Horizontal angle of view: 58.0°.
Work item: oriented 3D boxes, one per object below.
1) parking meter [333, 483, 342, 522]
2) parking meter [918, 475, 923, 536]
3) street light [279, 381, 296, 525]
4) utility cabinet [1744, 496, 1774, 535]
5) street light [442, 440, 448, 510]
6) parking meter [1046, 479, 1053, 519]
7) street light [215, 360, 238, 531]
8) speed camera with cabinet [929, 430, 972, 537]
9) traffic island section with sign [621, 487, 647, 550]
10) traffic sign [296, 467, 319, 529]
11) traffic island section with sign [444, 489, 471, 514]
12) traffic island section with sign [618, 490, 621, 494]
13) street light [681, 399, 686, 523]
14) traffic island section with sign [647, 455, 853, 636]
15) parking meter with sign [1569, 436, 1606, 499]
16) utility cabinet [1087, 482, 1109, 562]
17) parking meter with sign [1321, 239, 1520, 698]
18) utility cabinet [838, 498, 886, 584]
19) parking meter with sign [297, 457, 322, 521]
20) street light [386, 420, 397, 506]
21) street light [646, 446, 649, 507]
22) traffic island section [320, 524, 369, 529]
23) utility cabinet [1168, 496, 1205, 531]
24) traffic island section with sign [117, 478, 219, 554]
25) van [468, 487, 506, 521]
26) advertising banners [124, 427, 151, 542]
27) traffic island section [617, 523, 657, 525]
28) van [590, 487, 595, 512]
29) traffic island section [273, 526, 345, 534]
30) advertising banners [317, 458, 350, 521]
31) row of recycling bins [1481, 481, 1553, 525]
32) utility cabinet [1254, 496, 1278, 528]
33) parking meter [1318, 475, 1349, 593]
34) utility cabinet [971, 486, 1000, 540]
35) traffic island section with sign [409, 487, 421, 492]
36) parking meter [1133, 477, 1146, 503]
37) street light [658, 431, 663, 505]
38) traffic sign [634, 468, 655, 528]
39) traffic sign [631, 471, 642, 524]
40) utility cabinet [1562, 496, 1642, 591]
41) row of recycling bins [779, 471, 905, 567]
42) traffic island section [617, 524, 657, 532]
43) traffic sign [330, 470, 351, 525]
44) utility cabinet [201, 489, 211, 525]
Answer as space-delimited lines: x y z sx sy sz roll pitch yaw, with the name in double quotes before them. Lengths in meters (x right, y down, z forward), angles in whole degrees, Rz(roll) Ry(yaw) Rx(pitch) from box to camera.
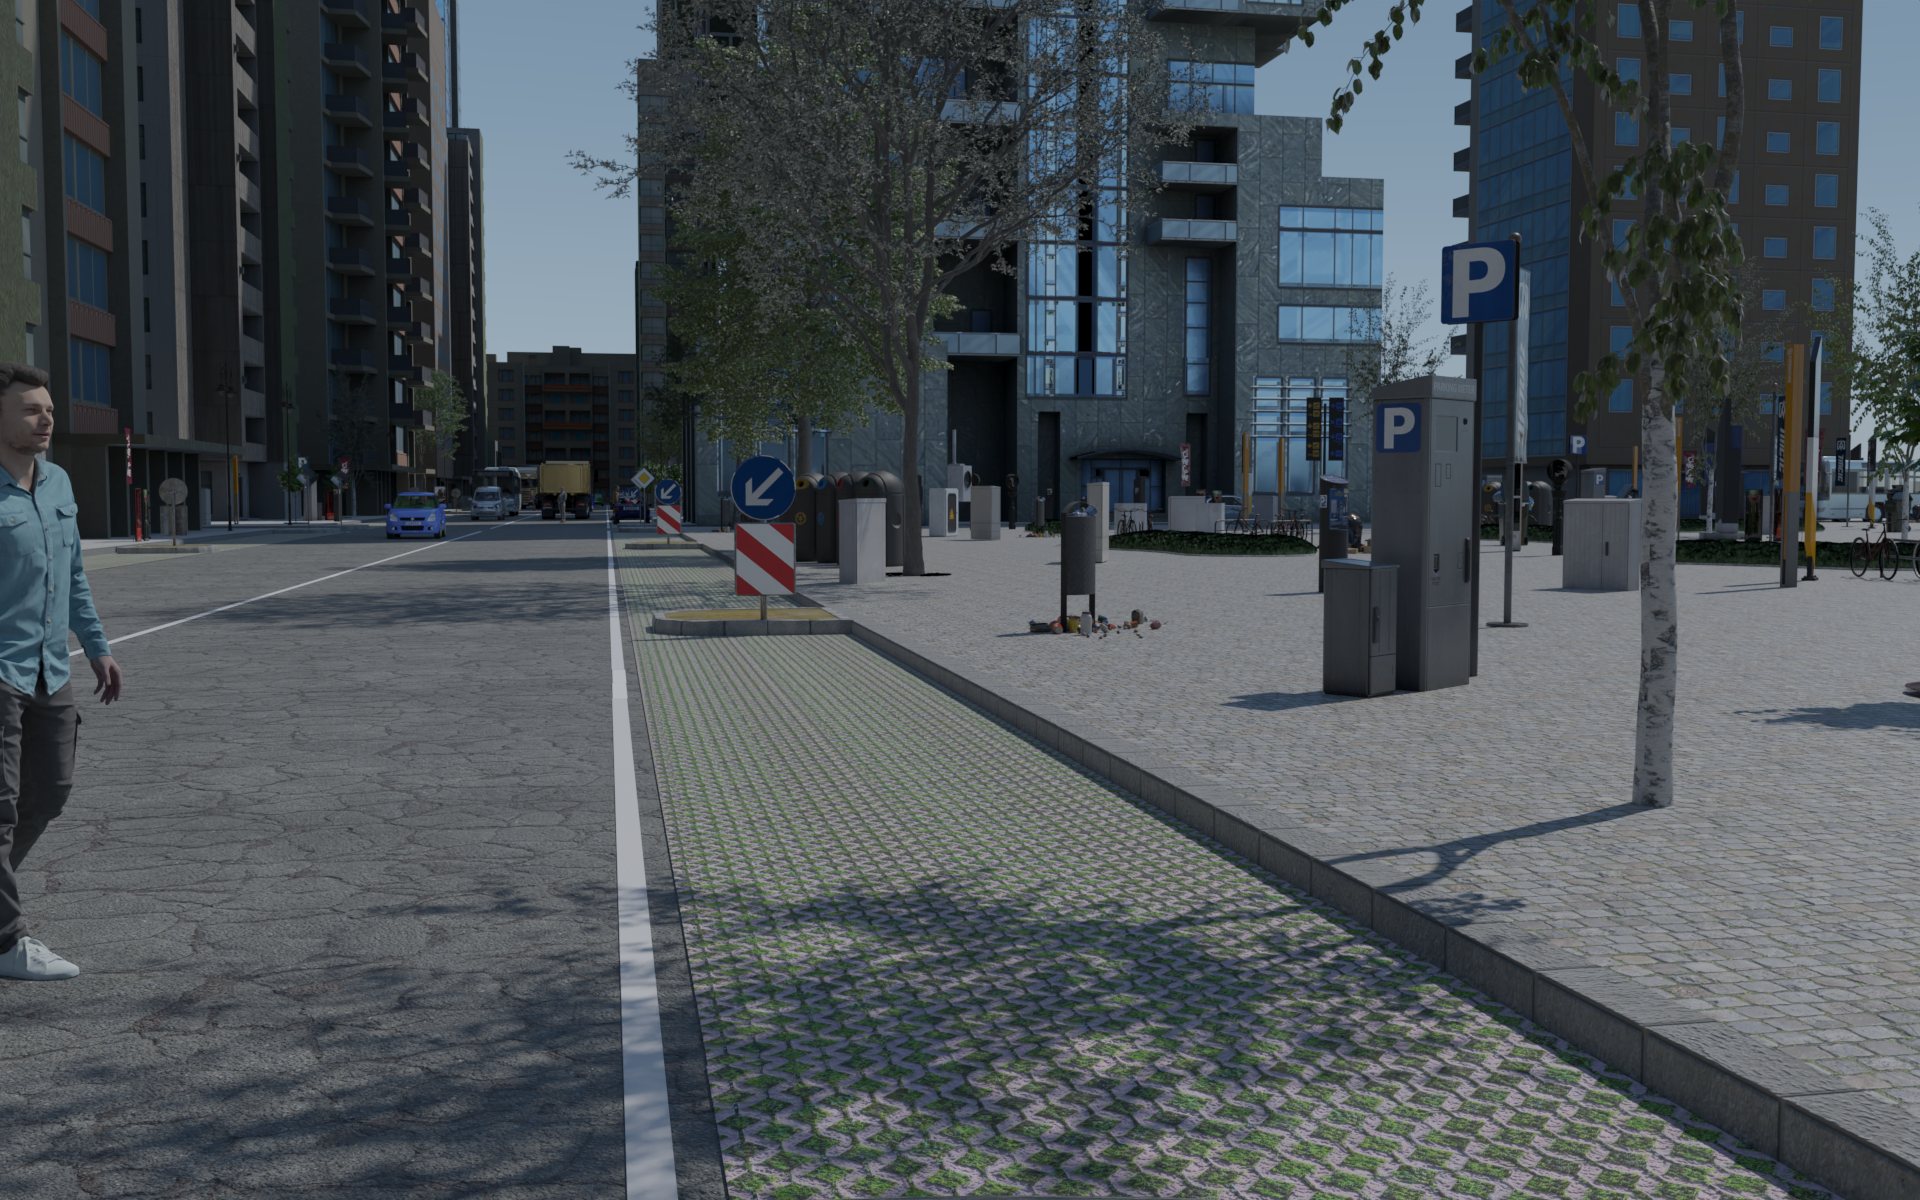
"parking meter" -28.894 -4.567 80.383 0.255 1.863 0.399 0 4 5
"parking meter" -1.202 -2.474 46.158 0.399 1.863 0.255 -1 4 -14
"street light" -27.604 -6.018 71.181 0.468 5.910 1.993 -1 4 -12
"utility cabinet" 25.508 -2.683 55.030 1.020 1.237 0.306 3 5 44
"street light" -41.839 -10.265 140.618 0.468 5.910 1.993 -1 4 -12
"parking meter" 3.534 -3.844 68.560 0.255 1.863 0.399 0 4 0
"street light" -25.315 -5.328 59.895 0.468 5.910 1.993 -1 4 -12
"speed camera with cabinet" -0.278 -3.565 52.616 0.660 3.252 2.038 1 4 23
"traffic island section with sign" -7.766 -2.245 45.337 1.989 1.847 2.006 -1 4 -12
"traffic sign" -23.932 -3.667 63.602 0.795 2.450 0.064 -1 4 -12
"traffic island section with sign" -35.815 -7.011 123.262 1.989 1.847 2.006 -1 4 -12
"traffic island section with sign" -24.100 -7.135 125.278 1.989 1.847 2.006 -1 4 -12
"street light" -12.390 -6.415 77.672 0.468 5.910 1.993 -1 4 -12
"traffic island section with sign" -2.246 -0.592 18.313 1.989 1.847 2.006 -1 4 -12
"parking meter with sign" 18.610 -3.345 50.959 0.543 3.016 1.738 -1 4 -12
"utility cabinet" 2.587 -1.464 32.611 0.318 1.500 1.173 1 4 11
"parking meter with sign" 3.050 -0.933 11.512 0.543 3.016 1.738 3 5 43
"utility cabinet" -1.414 -0.850 25.053 0.306 1.237 1.020 1 4 22
"parking meter with sign" -30.850 -5.259 82.251 0.543 3.016 1.738 0 4 1
"street light" -34.731 -8.139 105.854 0.468 5.910 1.993 -1 4 -12
"street light" -26.520 -10.662 147.104 0.468 5.910 1.993 -1 4 -12
"traffic island section" -25.552 -3.009 71.483 2.009 0.180 2.903 -1 4 -12
"utility cabinet" 6.512 -2.363 49.797 1.020 1.237 0.306 0 4 -7
"traffic island section with sign" -19.251 -2.057 42.253 1.989 1.847 2.006 -1 4 -12
"van" -25.975 -5.400 95.307 2.013 2.044 4.112 -1 4 -11
"advertising banners" -22.070 -3.075 46.460 0.090 3.025 2.074 -1 4 -10
"traffic island section" -13.606 -3.158 73.911 2.009 0.180 2.903 -1 4 -12
"van" -31.104 -8.413 141.944 2.240 2.365 5.245 -1 4 -10
"traffic island section" -23.953 -2.531 63.659 2.009 0.180 2.903 -1 4 -12
"advertising banners" -30.451 -5.344 83.568 2.074 3.025 0.090 0 4 -7
"row of recycling bins" 18.366 -3.060 57.152 1.069 1.692 3.534 -1 4 -13
"utility cabinet" 11.744 -3.385 66.510 0.306 1.237 1.020 -2 4 -35
"parking meter" 4.877 -0.868 22.607 0.372 1.533 0.369 0 3 0
"utility cabinet" 0.717 -2.419 48.223 0.318 1.500 1.173 -2 4 -29
"traffic island section with sign" -30.326 -5.369 96.412 1.989 1.847 2.006 -1 4 -12
"parking meter" 6.093 -3.249 58.830 0.255 1.863 0.399 -2 4 -33
"street light" -19.404 -8.541 112.429 0.468 5.910 1.993 -1 4 -12
"traffic sign" -12.029 -3.814 66.005 0.795 2.450 0.064 -1 4 -12
"traffic sign" -13.627 -4.293 73.829 0.795 2.450 0.064 -1 4 -12
"utility cabinet" 8.626 -0.743 23.316 0.306 1.237 1.020 -2 4 -34
"row of recycling bins" -2.090 -1.520 31.961 1.069 1.692 3.534 -2 4 -31
"traffic island section" -12.007 -2.679 66.087 2.009 0.180 2.903 -1 4 -12
"traffic sign" -25.531 -4.146 71.426 0.795 2.450 0.064 -1 4 -12
"utility cabinet" -31.225 -3.799 70.784 1.173 1.500 0.318 1 4 13
